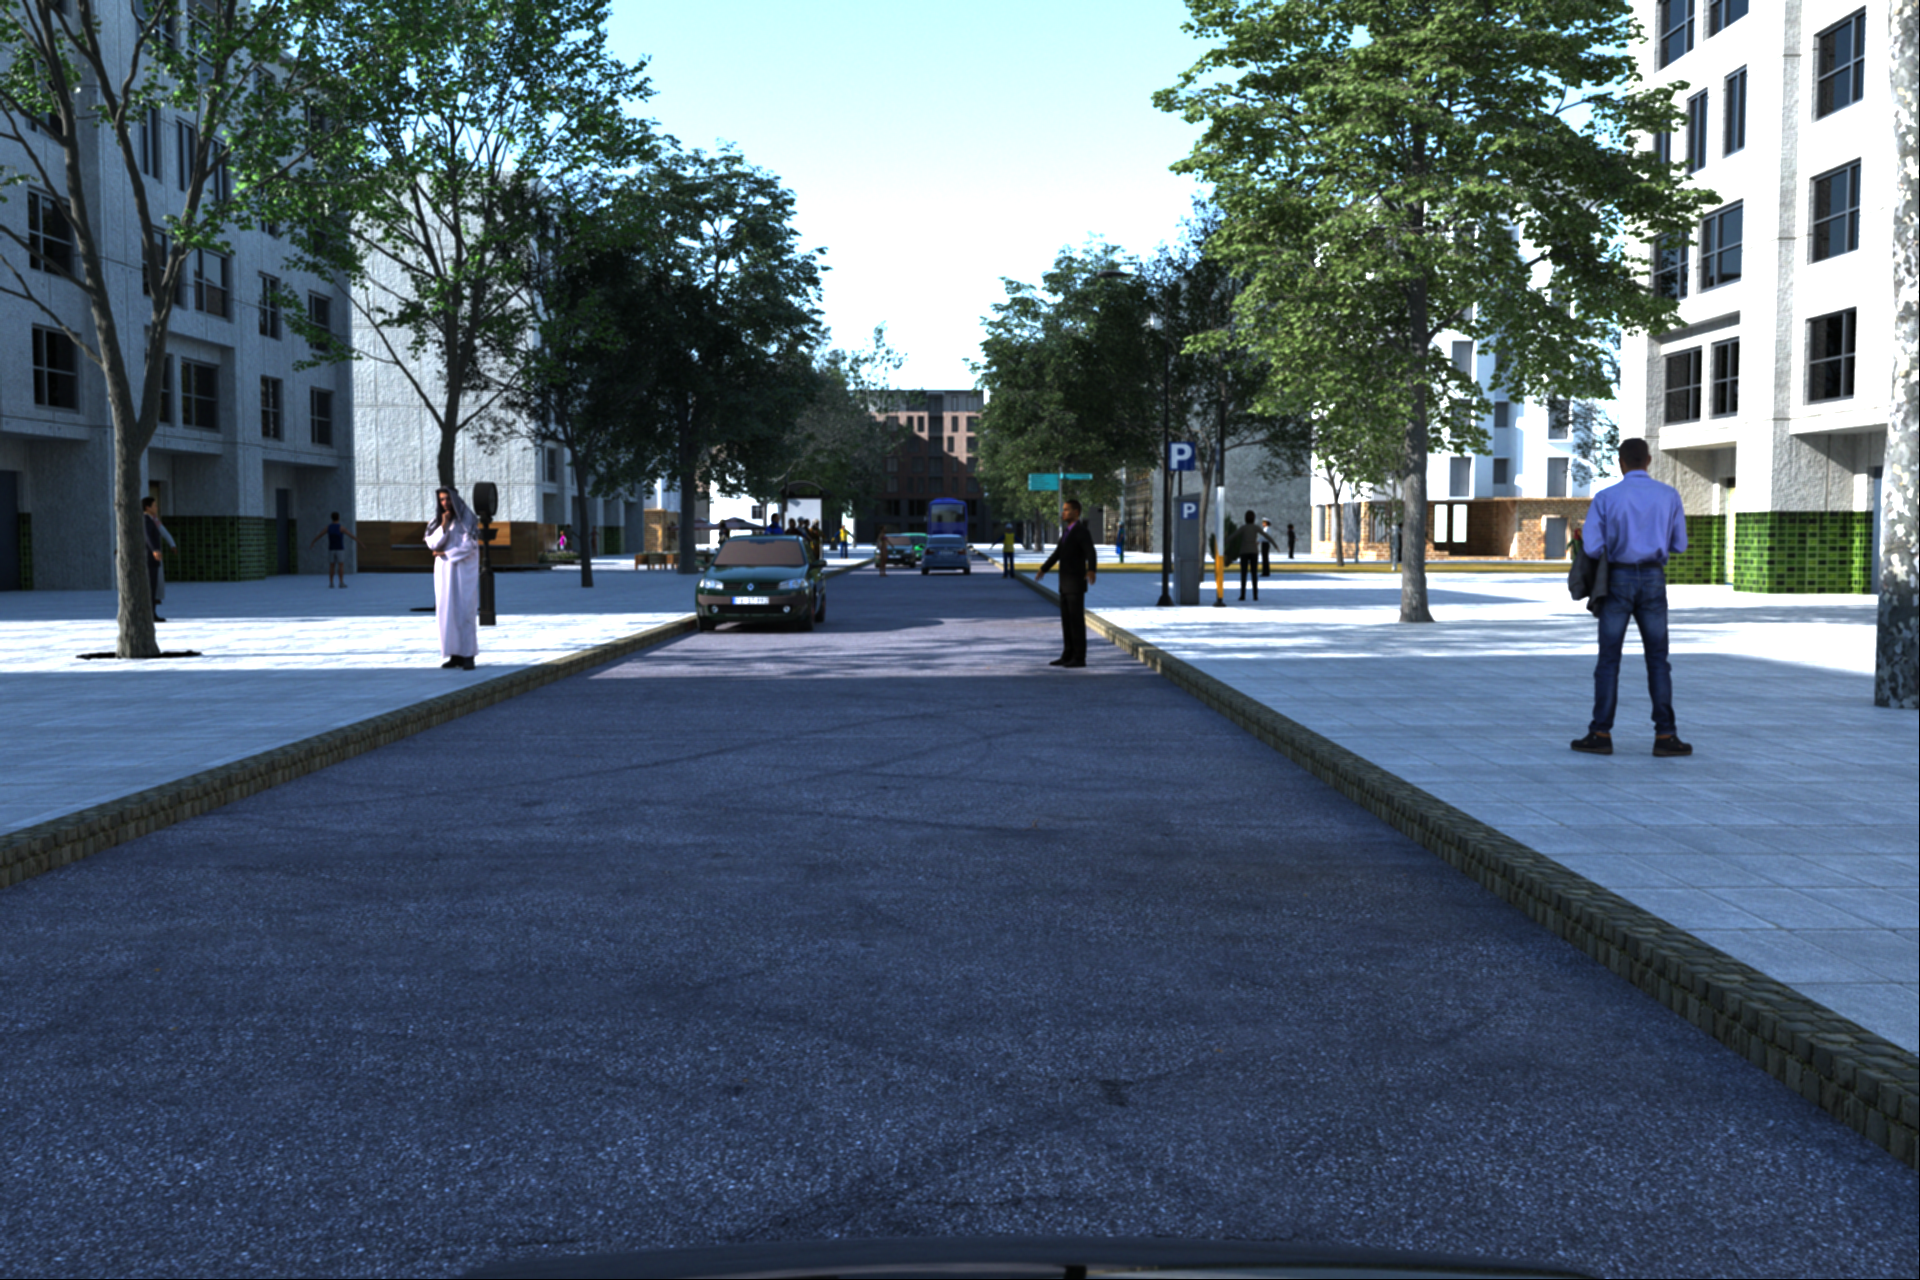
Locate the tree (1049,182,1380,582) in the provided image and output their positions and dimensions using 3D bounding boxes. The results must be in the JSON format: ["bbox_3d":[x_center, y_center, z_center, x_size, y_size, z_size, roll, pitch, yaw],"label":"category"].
[{"bbox_3d":[6.439,-6.789,45.410,8.767,10.594,7.601,-1,4,-19],"label":"tree"}]

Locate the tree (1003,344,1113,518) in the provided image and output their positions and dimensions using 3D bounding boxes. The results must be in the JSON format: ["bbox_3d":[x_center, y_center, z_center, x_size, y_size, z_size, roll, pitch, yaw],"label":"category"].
[{"bbox_3d":[6.201,-11.297,102.841,7.486,12.596,7.792,0,3,0],"label":"tree"}]

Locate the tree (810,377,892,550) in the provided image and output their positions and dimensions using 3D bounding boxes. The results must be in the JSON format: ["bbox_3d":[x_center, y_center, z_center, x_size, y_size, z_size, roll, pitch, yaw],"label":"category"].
[{"bbox_3d":[-9.841,-13.997,135.506,9.857,13.997,8.962,0,3,0],"label":"tree"}]

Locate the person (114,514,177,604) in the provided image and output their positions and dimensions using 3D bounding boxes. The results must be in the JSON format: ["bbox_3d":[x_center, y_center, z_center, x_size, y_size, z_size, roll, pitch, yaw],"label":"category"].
[{"bbox_3d":[-14.828,-1.560,31.651,1.347,1.811,0.704,1,4,16],"label":"person"}]

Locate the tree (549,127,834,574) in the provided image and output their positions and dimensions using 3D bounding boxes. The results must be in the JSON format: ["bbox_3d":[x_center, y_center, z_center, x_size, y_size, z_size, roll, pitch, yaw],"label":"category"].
[{"bbox_3d":[-8.690,-9.105,55.528,9.857,13.997,8.962,0,3,0],"label":"tree"}]

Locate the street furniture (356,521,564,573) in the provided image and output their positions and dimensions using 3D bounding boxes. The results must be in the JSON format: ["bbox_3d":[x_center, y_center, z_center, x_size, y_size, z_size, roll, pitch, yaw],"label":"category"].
[{"bbox_3d":[-18.577,-3.340,61.463,11.010,1.723,9.812,1,4,13],"label":"street furniture"}]

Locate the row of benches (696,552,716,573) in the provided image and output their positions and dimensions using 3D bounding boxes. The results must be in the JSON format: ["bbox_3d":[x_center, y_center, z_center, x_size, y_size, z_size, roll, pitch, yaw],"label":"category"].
[{"bbox_3d":[-8.429,-2.615,58.213,1.422,0.672,4.104,-2,4,-27],"label":"row of benches"}]

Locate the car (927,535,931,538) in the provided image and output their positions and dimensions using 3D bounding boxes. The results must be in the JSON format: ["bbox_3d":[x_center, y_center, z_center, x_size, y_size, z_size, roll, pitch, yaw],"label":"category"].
[{"bbox_3d":[-2.199,-5.576,103.530,2.083,1.381,4.827,0,4,0],"label":"car"}]

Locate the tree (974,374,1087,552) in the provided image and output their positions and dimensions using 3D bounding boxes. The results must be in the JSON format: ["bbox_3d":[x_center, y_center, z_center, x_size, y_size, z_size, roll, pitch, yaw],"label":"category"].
[{"bbox_3d":[5.720,-13.400,125.738,9.857,13.997,8.962,0,3,0],"label":"tree"}]

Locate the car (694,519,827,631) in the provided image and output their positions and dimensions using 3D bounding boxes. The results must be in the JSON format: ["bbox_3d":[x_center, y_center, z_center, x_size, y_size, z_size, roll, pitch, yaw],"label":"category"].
[{"bbox_3d":[-3.032,-1.043,26.838,2.009,1.686,4.222,0,4,-1],"label":"car"}]

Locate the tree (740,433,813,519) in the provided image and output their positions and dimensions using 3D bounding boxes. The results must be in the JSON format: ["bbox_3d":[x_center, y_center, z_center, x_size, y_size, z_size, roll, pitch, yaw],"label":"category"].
[{"bbox_3d":[-9.218,-8.703,92.662,4.360,8.622,3.978,0,3,0],"label":"tree"}]

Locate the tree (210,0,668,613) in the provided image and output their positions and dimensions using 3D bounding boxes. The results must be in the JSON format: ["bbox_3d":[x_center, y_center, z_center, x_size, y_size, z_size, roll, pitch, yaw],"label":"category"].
[{"bbox_3d":[-8.410,-6.284,28.500,9.928,11.665,9.643,0,3,0],"label":"tree"}]

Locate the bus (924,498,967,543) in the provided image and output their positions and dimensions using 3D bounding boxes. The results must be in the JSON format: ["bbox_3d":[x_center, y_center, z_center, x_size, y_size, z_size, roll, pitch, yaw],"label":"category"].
[{"bbox_3d":[-0.947,-7.769,118.575,2.896,3.916,12.251,0,4,-2],"label":"bus"}]

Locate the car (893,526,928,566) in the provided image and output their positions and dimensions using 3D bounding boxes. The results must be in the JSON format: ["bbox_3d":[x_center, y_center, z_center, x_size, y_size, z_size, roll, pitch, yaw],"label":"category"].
[{"bbox_3d":[-2.157,-4.332,79.619,1.959,1.807,4.718,0,4,-1],"label":"car"}]

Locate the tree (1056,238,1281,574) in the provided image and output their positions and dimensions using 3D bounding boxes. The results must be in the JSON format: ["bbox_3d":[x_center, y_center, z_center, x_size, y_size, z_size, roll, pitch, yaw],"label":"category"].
[{"bbox_3d":[6.525,-7.420,55.734,8.767,10.594,7.601,3,5,42],"label":"tree"}]

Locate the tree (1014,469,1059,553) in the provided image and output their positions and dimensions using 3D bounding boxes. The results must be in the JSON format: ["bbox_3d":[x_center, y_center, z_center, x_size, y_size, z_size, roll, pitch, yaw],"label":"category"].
[{"bbox_3d":[5.479,-10.087,115.287,4.737,8.622,4.395,0,3,0],"label":"tree"}]

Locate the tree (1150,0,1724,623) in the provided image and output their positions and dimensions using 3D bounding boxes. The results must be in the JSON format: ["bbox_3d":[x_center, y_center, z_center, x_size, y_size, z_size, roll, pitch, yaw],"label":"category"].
[{"bbox_3d":[6.564,-6.505,24.487,7.486,12.596,7.792,0,3,0],"label":"tree"}]

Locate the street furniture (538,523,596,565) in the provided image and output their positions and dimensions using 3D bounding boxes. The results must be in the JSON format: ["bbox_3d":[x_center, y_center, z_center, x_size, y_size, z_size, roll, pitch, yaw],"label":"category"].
[{"bbox_3d":[-18.870,-4.074,73.462,11.010,1.723,9.812,0,4,-7],"label":"street furniture"}]

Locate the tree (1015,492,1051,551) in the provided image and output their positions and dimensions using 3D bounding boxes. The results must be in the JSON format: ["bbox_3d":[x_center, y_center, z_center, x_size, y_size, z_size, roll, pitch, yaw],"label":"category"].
[{"bbox_3d":[5.475,-11.238,134.099,4.737,8.622,4.395,0,3,0],"label":"tree"}]

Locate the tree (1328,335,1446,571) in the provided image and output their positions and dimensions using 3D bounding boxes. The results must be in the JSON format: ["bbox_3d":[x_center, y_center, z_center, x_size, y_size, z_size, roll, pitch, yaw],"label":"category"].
[{"bbox_3d":[15.484,-6.738,60.529,4.360,8.622,3.978,0,3,0],"label":"tree"}]

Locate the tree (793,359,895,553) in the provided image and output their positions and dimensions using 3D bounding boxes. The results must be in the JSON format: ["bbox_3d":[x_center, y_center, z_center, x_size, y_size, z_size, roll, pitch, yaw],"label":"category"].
[{"bbox_3d":[-9.709,-12.854,120.539,12.009,13.543,11.850,0,3,0],"label":"tree"}]

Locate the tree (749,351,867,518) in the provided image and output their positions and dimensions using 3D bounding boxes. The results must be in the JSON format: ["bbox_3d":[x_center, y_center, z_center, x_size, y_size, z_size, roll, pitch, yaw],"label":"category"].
[{"bbox_3d":[-9.640,-11.540,106.813,7.486,12.596,7.792,0,3,0],"label":"tree"}]

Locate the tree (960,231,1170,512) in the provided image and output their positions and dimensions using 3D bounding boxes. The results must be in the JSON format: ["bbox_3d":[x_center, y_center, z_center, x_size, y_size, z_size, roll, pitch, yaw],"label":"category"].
[{"bbox_3d":[4.742,-10.278,74.702,9.857,13.997,8.962,0,3,0],"label":"tree"}]

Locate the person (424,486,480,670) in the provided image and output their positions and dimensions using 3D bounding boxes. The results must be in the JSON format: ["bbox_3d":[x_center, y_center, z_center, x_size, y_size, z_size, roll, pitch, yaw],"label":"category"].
[{"bbox_3d":[-4.842,-0.601,16.546,0.551,1.740,0.621,0,4,-7],"label":"person"}]

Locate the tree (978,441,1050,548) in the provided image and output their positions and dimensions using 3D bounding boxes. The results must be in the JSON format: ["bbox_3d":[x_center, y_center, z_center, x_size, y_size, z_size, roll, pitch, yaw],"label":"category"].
[{"bbox_3d":[6.112,-15.354,157.697,9.857,13.997,8.962,0,3,0],"label":"tree"}]

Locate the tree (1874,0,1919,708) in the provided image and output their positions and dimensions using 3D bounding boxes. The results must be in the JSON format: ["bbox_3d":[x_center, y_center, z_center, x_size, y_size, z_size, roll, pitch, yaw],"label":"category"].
[{"bbox_3d":[6.035,-9.498,11.185,12.611,20.169,13.585,0,3,0],"label":"tree"}]

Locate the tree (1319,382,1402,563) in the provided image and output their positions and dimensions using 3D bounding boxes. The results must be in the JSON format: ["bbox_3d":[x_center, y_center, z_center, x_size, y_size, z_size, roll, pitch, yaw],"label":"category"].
[{"bbox_3d":[17.626,-7.707,76.372,4.737,8.622,4.395,0,3,0],"label":"tree"}]

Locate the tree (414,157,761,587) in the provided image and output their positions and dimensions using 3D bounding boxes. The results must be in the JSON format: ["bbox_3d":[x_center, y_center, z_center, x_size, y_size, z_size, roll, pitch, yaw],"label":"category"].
[{"bbox_3d":[-9.055,-6.573,41.884,8.767,10.594,7.601,-1,4,-12],"label":"tree"}]

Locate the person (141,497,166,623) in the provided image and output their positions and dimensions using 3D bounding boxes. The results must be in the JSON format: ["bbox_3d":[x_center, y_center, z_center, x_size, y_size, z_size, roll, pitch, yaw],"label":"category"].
[{"bbox_3d":[-11.772,-1.173,25.231,0.704,1.823,1.345,-2,4,-27],"label":"person"}]

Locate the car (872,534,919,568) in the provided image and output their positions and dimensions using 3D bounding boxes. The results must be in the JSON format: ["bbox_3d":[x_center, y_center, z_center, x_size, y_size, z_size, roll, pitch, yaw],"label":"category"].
[{"bbox_3d":[-2.754,-3.943,74.254,2.009,1.686,4.222,0,4,-1],"label":"car"}]

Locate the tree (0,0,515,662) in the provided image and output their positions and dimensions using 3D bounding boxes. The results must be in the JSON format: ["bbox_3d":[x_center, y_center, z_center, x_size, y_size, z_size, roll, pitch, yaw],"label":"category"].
[{"bbox_3d":[-8.571,-5.632,17.842,9.928,11.665,9.643,0,3,0],"label":"tree"}]

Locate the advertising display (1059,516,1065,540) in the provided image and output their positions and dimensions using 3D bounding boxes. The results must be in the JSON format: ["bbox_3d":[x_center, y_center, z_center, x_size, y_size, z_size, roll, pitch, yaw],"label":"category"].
[{"bbox_3d":[3.744,-3.573,63.627,0.123,1.923,0.974,0,4,-1],"label":"advertising display"}]

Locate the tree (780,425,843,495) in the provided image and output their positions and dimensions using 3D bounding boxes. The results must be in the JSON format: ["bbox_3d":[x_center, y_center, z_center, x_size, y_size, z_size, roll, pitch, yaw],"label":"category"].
[{"bbox_3d":[-8.919,-9.066,98.586,4.737,8.622,4.395,0,3,0],"label":"tree"}]

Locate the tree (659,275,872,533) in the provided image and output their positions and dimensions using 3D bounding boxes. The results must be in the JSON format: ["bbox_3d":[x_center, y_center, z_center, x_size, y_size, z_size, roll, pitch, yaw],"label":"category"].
[{"bbox_3d":[-9.166,-10.388,80.219,12.009,13.543,11.850,0,3,0],"label":"tree"}]

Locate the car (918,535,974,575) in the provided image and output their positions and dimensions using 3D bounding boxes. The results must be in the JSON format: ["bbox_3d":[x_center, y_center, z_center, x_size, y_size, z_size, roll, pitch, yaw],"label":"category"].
[{"bbox_3d":[-0.501,-3.063,62.084,2.014,1.417,4.499,0,4,0],"label":"car"}]

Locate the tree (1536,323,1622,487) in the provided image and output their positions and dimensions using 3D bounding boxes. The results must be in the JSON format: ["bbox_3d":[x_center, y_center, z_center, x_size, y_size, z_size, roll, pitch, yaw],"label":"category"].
[{"bbox_3d":[28.243,-8.337,70.727,8.767,10.594,7.601,0,4,-6],"label":"tree"}]

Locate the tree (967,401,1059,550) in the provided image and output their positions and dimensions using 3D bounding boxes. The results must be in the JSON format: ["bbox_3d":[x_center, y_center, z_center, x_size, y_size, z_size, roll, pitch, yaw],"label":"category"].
[{"bbox_3d":[5.549,-14.379,141.748,9.857,13.997,8.962,0,3,0],"label":"tree"}]

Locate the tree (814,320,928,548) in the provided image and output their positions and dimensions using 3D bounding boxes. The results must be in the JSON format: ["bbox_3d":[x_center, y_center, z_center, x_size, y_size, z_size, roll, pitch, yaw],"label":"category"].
[{"bbox_3d":[-9.063,-18.248,154.239,12.611,20.169,13.585,0,3,0],"label":"tree"}]

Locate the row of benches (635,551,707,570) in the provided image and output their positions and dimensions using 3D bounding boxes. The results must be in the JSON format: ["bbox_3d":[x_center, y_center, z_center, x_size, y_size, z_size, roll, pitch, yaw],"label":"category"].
[{"bbox_3d":[-10.558,-2.957,63.803,1.422,0.672,4.104,2,4,27],"label":"row of benches"}]

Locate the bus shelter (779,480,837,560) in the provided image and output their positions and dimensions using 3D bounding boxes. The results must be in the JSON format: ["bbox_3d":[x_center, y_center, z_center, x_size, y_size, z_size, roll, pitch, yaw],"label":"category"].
[{"bbox_3d":[-6.023,-4.547,68.267,2.014,3.302,5.546,0,4,-1],"label":"bus shelter"}]

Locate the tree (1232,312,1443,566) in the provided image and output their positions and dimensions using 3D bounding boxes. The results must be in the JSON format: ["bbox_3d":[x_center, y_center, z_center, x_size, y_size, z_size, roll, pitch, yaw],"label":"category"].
[{"bbox_3d":[15.101,-8.228,68.941,8.767,10.594,7.601,-1,4,-10],"label":"tree"}]

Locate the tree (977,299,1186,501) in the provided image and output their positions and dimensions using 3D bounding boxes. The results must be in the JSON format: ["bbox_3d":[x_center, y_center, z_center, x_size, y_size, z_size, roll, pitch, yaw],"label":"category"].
[{"bbox_3d":[5.883,-10.850,87.774,12.009,13.543,11.850,0,3,0],"label":"tree"}]
